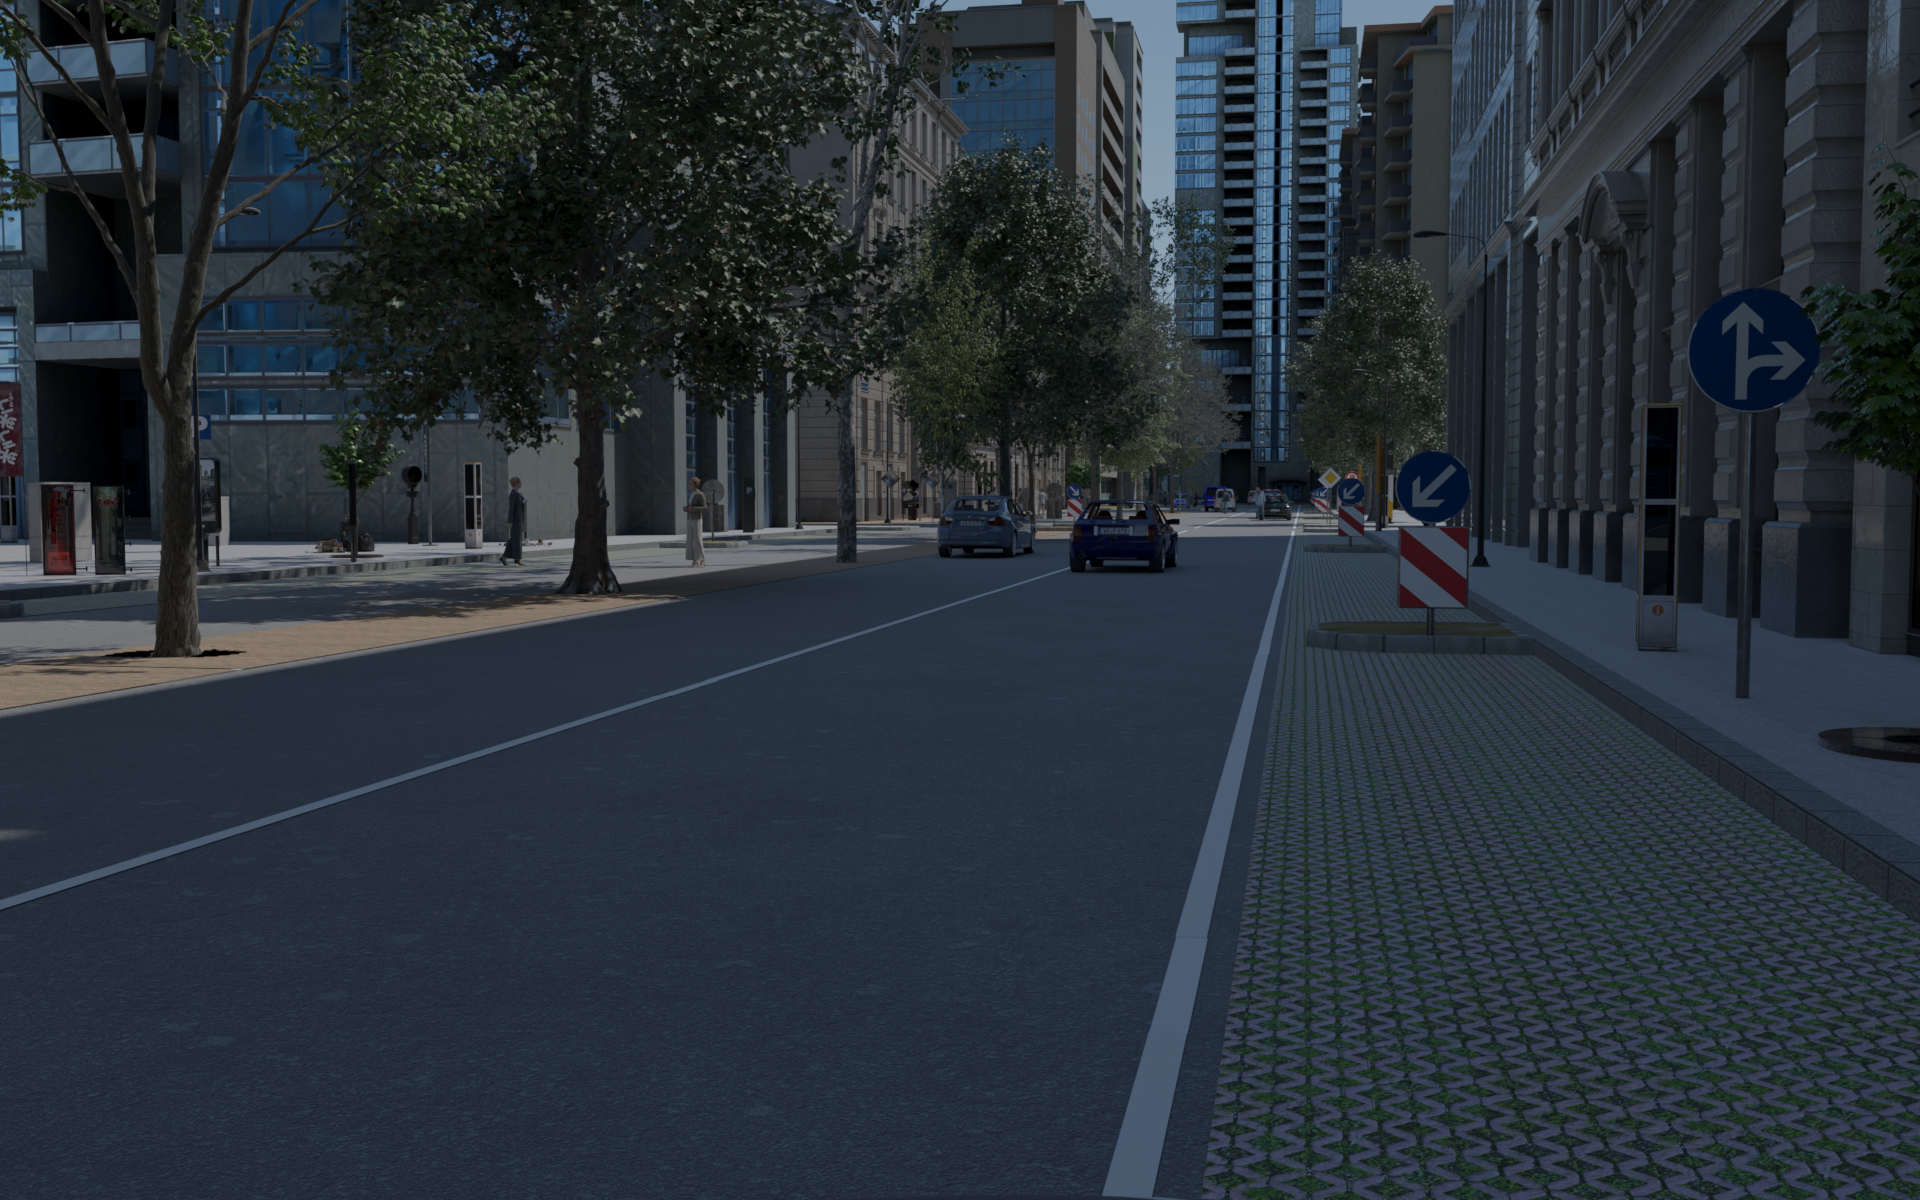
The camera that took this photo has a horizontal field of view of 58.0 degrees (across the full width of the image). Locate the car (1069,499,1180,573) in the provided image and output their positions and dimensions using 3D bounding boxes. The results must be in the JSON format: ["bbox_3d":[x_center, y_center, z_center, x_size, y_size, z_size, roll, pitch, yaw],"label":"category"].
[{"bbox_3d":[3.159,-1.246,32.953,1.945,1.354,3.894,1,4,12],"label":"car"}]

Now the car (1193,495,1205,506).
[{"bbox_3d":[28.256,-11.654,203.116,1.945,1.354,3.894,1,4,12],"label":"car"}]

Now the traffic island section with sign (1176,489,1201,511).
[{"bbox_3d":[19.599,-8.569,148.246,2.006,1.907,1.989,1,4,11],"label":"traffic island section with sign"}]

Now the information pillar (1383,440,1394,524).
[{"bbox_3d":[18.381,-5.078,74.380,0.504,3.616,0.183,-1,4,-9],"label":"information pillar"}]

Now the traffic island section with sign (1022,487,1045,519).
[{"bbox_3d":[3.894,-5.600,100.181,1.989,1.847,2.006,1,4,11],"label":"traffic island section with sign"}]

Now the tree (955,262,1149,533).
[{"bbox_3d":[2.736,-7.699,62.745,8.767,10.594,7.601,1,4,11],"label":"tree"}]

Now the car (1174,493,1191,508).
[{"bbox_3d":[23.233,-10.519,181.569,1.945,1.707,3.694,1,4,12],"label":"car"}]

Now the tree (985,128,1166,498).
[{"bbox_3d":[1.438,-8.233,54.078,9.611,12.733,9.660,0,3,0],"label":"tree"}]

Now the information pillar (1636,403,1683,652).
[{"bbox_3d":[5.723,-0.593,14.184,0.304,2.012,0.304,1,4,18],"label":"information pillar"}]

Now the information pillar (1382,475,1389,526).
[{"bbox_3d":[16.007,-3.723,65.359,0.304,2.012,0.304,0,4,8],"label":"information pillar"}]

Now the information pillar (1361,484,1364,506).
[{"bbox_3d":[28.079,-7.148,121.367,0.304,2.012,0.304,2,4,33],"label":"information pillar"}]

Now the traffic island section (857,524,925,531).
[{"bbox_3d":[-2.763,-2.813,68.275,2.009,0.180,2.903,1,4,11],"label":"traffic island section"}]

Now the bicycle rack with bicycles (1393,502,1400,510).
[{"bbox_3d":[35.050,-7.622,137.995,2.852,0.926,2.925,-3,5,-40],"label":"bicycle rack with bicycles"}]

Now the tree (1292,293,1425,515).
[{"bbox_3d":[25.324,-12.288,107.564,9.857,13.997,8.962,0,3,0],"label":"tree"}]

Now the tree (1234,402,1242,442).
[{"bbox_3d":[12.956,-12.355,114.824,12.009,13.543,11.850,0,3,0],"label":"tree"}]

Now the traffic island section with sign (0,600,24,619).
[{"bbox_3d":[-12.006,-0.687,19.855,1.989,1.847,2.006,1,4,11],"label":"traffic island section with sign"}]

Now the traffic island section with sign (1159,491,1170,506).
[{"bbox_3d":[24.111,-11.847,202.318,1.989,1.847,2.006,1,4,11],"label":"traffic island section with sign"}]

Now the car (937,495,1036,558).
[{"bbox_3d":[0.641,-1.742,40.492,2.014,1.417,4.499,1,4,11],"label":"car"}]

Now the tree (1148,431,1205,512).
[{"bbox_3d":[17.309,-11.191,135.793,4.737,8.622,4.395,0,3,0],"label":"tree"}]

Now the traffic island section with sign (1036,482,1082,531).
[{"bbox_3d":[3.570,-3.616,67.265,2.006,1.907,1.989,1,4,11],"label":"traffic island section with sign"}]

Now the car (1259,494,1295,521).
[{"bbox_3d":[17.251,-5.189,94.621,2.009,1.686,4.222,1,4,12],"label":"car"}]

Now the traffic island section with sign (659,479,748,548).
[{"bbox_3d":[-6.760,-2.307,46.344,1.989,1.847,2.006,1,4,11],"label":"traffic island section with sign"}]

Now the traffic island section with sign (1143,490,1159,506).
[{"bbox_3d":[18.866,-10.229,175.876,1.989,1.847,2.006,1,4,11],"label":"traffic island section with sign"}]

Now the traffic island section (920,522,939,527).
[{"bbox_3d":[-1.213,-3.292,76.108,2.009,0.180,2.903,1,4,11],"label":"traffic island section"}]

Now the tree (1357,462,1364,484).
[{"bbox_3d":[29.757,-10.856,127.859,4.360,8.622,3.978,0,3,0],"label":"tree"}]

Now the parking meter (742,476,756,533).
[{"bbox_3d":[-7.006,-3.168,57.505,0.399,1.863,0.255,-1,4,-19],"label":"parking meter"}]

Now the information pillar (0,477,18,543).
[{"bbox_3d":[-24.911,-2.498,45.329,0.304,2.012,0.304,0,4,-1],"label":"information pillar"}]

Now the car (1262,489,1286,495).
[{"bbox_3d":[24.664,-7.855,137.101,2.281,1.827,5.304,1,4,12],"label":"car"}]

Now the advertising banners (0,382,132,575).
[{"bbox_3d":[-14.203,-1.903,27.298,2.074,3.025,0.090,-1,4,-9],"label":"advertising banners"}]

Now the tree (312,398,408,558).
[{"bbox_3d":[-12.320,-2.475,35.071,1.663,3.219,1.824,0,3,0],"label":"tree"}]

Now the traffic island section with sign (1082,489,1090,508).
[{"bbox_3d":[9.271,-7.261,127.350,1.989,1.847,2.006,1,4,11],"label":"traffic island section with sign"}]

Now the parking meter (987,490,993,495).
[{"bbox_3d":[1.764,-5.580,99.651,0.372,1.533,0.369,0,3,0],"label":"parking meter"}]

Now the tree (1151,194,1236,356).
[{"bbox_3d":[9.503,-14.918,102.256,12.611,20.169,13.585,0,3,0],"label":"tree"}]

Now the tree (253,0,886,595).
[{"bbox_3d":[-5.294,-6.439,24.748,9.611,12.733,9.660,0,3,0],"label":"tree"}]

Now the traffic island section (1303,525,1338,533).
[{"bbox_3d":[13.905,-2.612,64.983,2.009,0.180,2.903,1,4,11],"label":"traffic island section"}]

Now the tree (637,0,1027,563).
[{"bbox_3d":[-3.386,-10.899,36.547,12.611,20.169,13.585,0,3,0],"label":"tree"}]

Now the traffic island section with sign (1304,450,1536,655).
[{"bbox_3d":[4.308,-0.475,16.402,1.989,1.847,2.006,1,4,11],"label":"traffic island section with sign"}]

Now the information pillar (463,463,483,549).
[{"bbox_3d":[-11.394,-2.204,40.530,0.304,2.012,0.304,1,4,15],"label":"information pillar"}]

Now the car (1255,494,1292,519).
[{"bbox_3d":[18.229,-5.452,100.946,2.131,1.459,4.920,1,4,12],"label":"car"}]

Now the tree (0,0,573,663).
[{"bbox_3d":[-6.811,-5.294,14.763,9.928,11.665,9.643,0,3,0],"label":"tree"}]

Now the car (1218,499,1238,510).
[{"bbox_3d":[23.927,-8.906,155.392,2.009,1.686,4.222,1,4,11],"label":"car"}]

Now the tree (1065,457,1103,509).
[{"bbox_3d":[10.588,-10.049,148.015,4.285,4.588,4.351,0,3,0],"label":"tree"}]

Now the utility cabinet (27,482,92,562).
[{"bbox_3d":[-16.937,-1.462,32.586,0.318,1.500,1.173,1,4,19],"label":"utility cabinet"}]

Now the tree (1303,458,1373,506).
[{"bbox_3d":[32.158,-13.820,144.083,7.486,12.596,7.792,0,3,0],"label":"tree"}]

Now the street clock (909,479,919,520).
[{"bbox_3d":[-2.235,-4.873,84.242,0.471,2.002,0.358,-1,4,-20],"label":"street clock"}]

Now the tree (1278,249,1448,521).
[{"bbox_3d":[19.618,-10.040,81.157,9.611,12.733,9.660,0,3,0],"label":"tree"}]

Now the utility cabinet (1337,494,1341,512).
[{"bbox_3d":[26.909,-6.992,123.005,0.318,1.500,1.173,1,4,12],"label":"utility cabinet"}]

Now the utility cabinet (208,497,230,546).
[{"bbox_3d":[-18.431,-1.949,43.031,0.306,1.237,1.020,-1,4,-10],"label":"utility cabinet"}]

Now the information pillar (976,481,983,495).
[{"bbox_3d":[1.060,-5.669,97.188,0.304,2.012,0.304,0,4,4],"label":"information pillar"}]

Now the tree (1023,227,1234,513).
[{"bbox_3d":[6.140,-10.190,79.438,12.009,13.543,11.850,0,3,0],"label":"tree"}]

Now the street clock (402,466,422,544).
[{"bbox_3d":[-13.955,-2.421,44.147,0.358,2.002,0.471,3,4,36],"label":"street clock"}]

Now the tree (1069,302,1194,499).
[{"bbox_3d":[8.356,-10.423,91.008,7.486,12.596,7.792,0,3,0],"label":"tree"}]

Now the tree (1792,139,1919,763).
[{"bbox_3d":[5.000,-0.852,8.530,1.663,3.219,1.824,0,3,0],"label":"tree"}]

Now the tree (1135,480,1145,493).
[{"bbox_3d":[21.331,-12.792,203.753,1.663,3.219,1.824,0,3,0],"label":"tree"}]

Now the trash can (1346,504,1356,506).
[{"bbox_3d":[25.581,-6.220,113.354,0.748,1.137,0.748,0,3,0],"label":"trash can"}]

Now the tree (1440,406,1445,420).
[{"bbox_3d":[32.004,-10.163,116.526,4.360,8.622,3.978,0,3,0],"label":"tree"}]

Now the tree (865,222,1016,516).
[{"bbox_3d":[-0.444,-5.653,45.246,4.737,8.622,4.395,0,3,0],"label":"tree"}]

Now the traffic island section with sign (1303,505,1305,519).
[{"bbox_3d":[9.543,-2.093,42.846,1.989,1.847,2.006,1,4,11],"label":"traffic island section with sign"}]

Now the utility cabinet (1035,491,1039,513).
[{"bbox_3d":[5.002,-6.719,118.529,0.318,1.500,1.173,2,4,33],"label":"utility cabinet"}]
